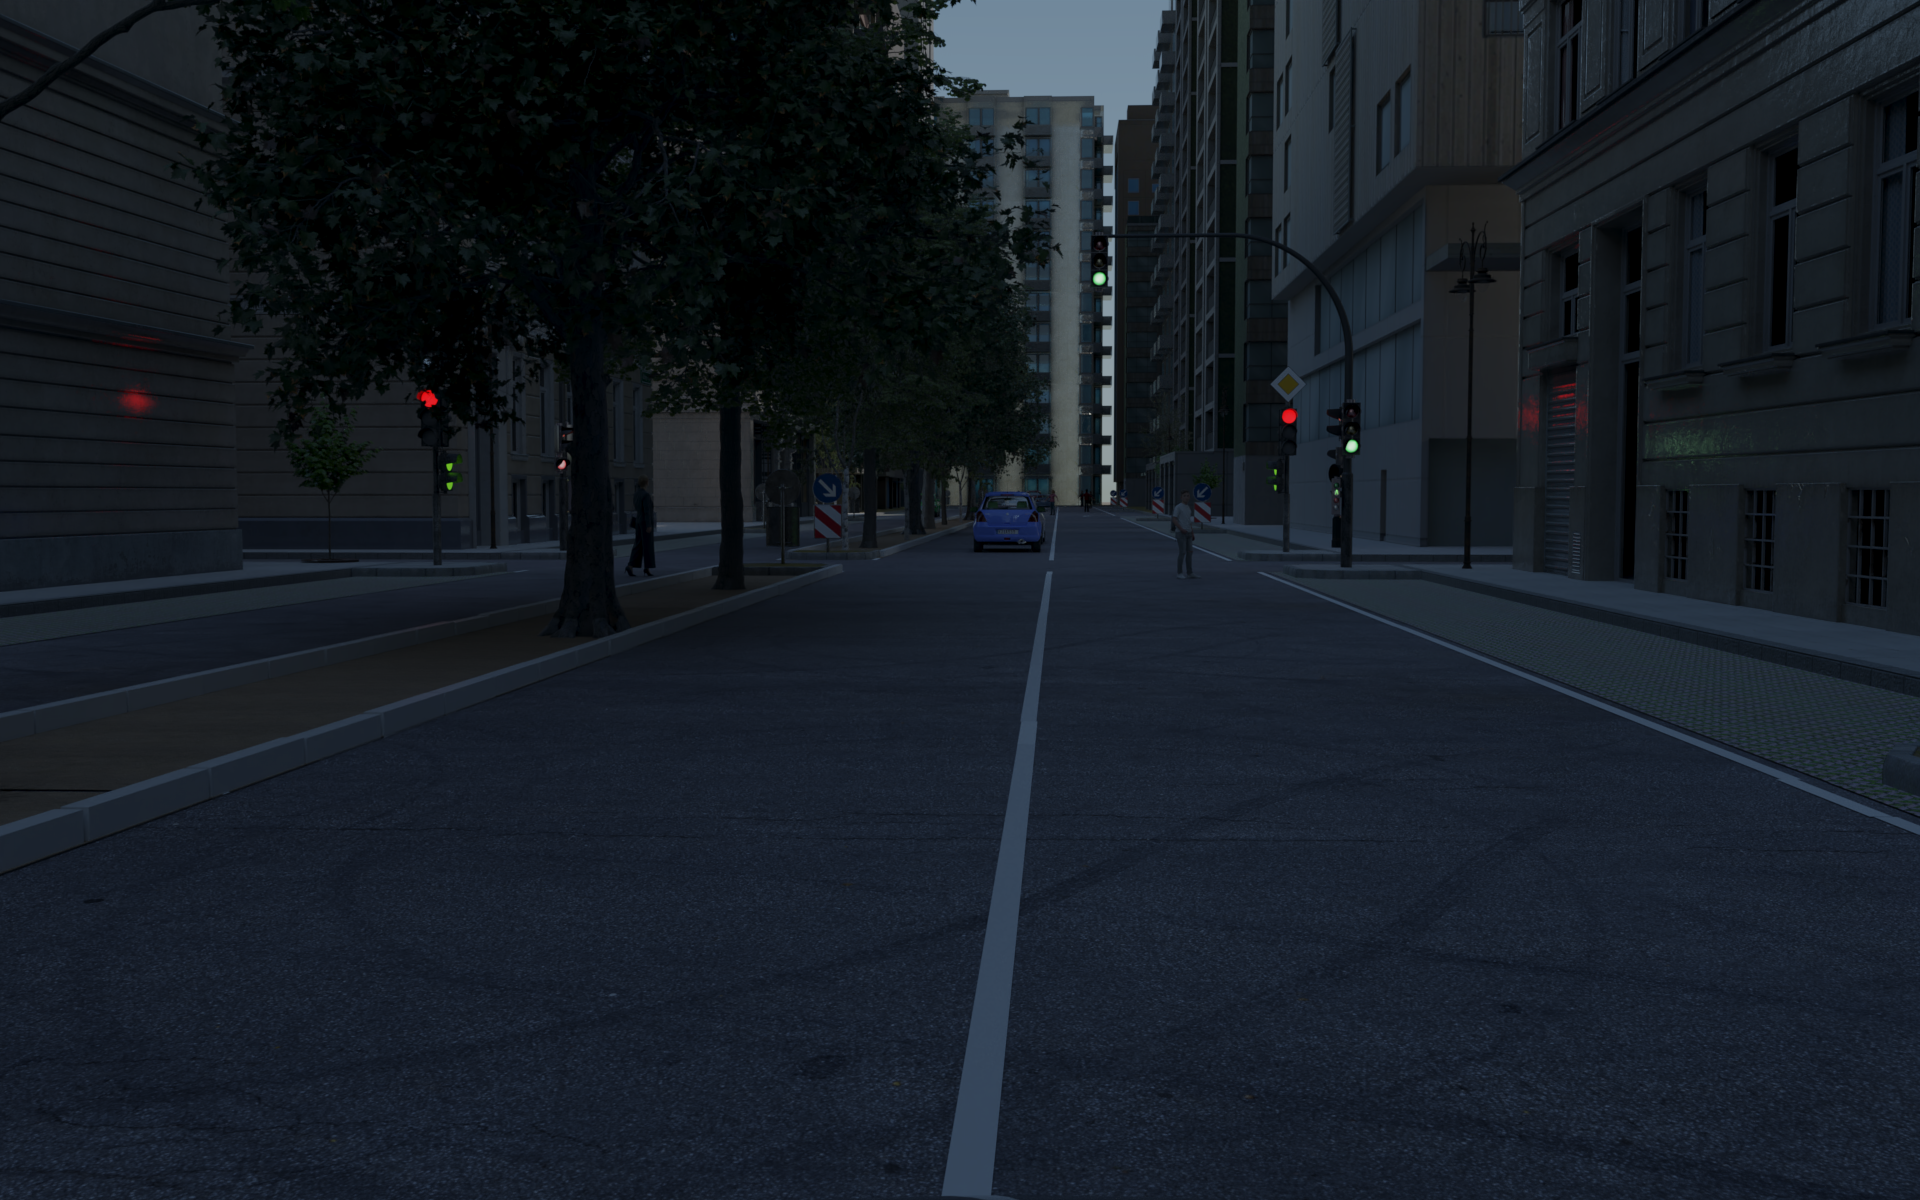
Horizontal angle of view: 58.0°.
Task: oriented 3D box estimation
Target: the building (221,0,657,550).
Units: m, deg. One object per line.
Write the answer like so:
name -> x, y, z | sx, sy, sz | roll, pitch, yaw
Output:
building -> -17.141, -16.095, 49.059 | 13.634, 28.700, 20.117 | 0, 4, 3

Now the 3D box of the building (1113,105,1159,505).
building -> 25.307, -33.782, 202.449 | 14.200, 45.320, 14.600 | 0, 4, 3

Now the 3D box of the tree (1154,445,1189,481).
tree -> 14.619, -8.079, 115.810 | 4.285, 4.588, 4.351 | 0, 3, 0

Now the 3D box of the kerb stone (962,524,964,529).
kerb stone -> -0.025, -2.896, 69.546 | 0.120, 0.150, 1.000 | 0, 4, 3

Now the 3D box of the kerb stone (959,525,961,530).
kerb stone -> -0.149, -2.771, 67.498 | 0.120, 0.150, 1.000 | 0, 4, 3

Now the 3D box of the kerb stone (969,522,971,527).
kerb stone -> 0.266, -3.209, 74.666 | 0.120, 0.150, 1.000 | 0, 4, 3

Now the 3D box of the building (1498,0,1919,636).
building -> 15.892, -11.075, 14.365 | 16.112, 22.955, 30.059 | 0, 4, 3

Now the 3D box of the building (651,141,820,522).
building -> -13.734, -13.975, 79.399 | 10.553, 20.767, 40.483 | 0, 4, 3

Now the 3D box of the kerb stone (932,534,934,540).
kerb stone -> -0.978, -1.893, 53.173 | 0.120, 0.150, 1.000 | 0, 4, 3

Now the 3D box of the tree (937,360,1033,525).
tree -> -0.676, -8.771, 80.279 | 8.767, 10.594, 7.601 | 0, 4, 3

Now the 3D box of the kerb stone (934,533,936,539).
kerb stone -> -0.920, -1.957, 54.199 | 0.120, 0.150, 1.000 | 0, 4, 3

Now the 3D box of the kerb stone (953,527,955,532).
kerb stone -> -0.382, -2.521, 63.413 | 0.120, 0.150, 1.000 | 0, 4, 3

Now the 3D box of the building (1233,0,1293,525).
building -> 19.154, -18.673, 76.999 | 14.160, 30.474, 14.107 | 0, 4, 3

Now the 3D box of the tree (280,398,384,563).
tree -> -12.001, -2.324, 32.595 | 1.663, 3.219, 1.824 | 0, 3, 0

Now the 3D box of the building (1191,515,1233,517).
building -> 22.716, -40.529, 100.906 | 20.563, 71.187, 20.611 | 0, 4, 3

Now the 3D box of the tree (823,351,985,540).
tree -> -1.610, -6.122, 52.918 | 4.737, 8.622, 4.395 | 0, 3, 0

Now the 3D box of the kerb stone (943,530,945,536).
kerb stone -> -0.682, -2.208, 58.292 | 0.120, 0.150, 1.000 | 0, 4, 3

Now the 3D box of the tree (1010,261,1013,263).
tree -> -2.481, -7.667, 45.947 | 7.486, 12.596, 7.792 | 0, 3, 0

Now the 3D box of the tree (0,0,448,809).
tree -> -4.812, -4.853, 7.557 | 9.928, 11.665, 9.643 | 0, 3, 0

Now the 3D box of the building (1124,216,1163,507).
building -> 24.186, -25.049, 181.247 | 14.160, 30.474, 14.107 | 0, 4, 3

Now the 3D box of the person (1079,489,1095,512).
person -> 10.109, -7.919, 137.935 | 1.348, 1.831, 0.705 | 2, 4, 26

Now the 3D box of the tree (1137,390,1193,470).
tree -> 14.532, -10.411, 120.588 | 4.360, 8.622, 3.978 | 0, 3, 0

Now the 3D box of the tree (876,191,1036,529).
tree -> -1.343, -9.882, 70.683 | 9.857, 13.997, 8.962 | 0, 3, 0

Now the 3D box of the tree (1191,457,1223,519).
tree -> 12.794, -5.868, 90.545 | 1.663, 3.219, 1.824 | 0, 3, 0

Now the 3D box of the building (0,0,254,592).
building -> -29.364, -12.562, 24.467 | 34.723, 24.649, 14.460 | 0, 4, 3

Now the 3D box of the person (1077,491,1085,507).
person -> 13.584, -11.296, 193.215 | 0.705, 1.821, 1.348 | -2, 4, -32

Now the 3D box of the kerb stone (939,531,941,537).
kerb stone -> -0.793, -2.081, 56.249 | 0.120, 0.150, 1.000 | 0, 4, 3

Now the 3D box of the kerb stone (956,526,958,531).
kerb stone -> -0.262, -2.646, 65.456 | 0.120, 0.150, 1.000 | 0, 4, 3

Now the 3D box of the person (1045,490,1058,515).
person -> 6.202, -6.588, 116.935 | 1.217, 1.743, 0.721 | 3, 5, 45

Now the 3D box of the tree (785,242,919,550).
tree -> -2.659, -5.336, 40.055 | 4.360, 8.622, 3.978 | 0, 3, 0

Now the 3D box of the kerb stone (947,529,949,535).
kerb stone -> -0.554, -2.327, 60.341 | 0.120, 0.150, 1.000 | 0, 4, 3

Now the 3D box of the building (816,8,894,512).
building -> -16.677, -28.996, 128.708 | 22.147, 44.769, 28.867 | 0, 4, 3

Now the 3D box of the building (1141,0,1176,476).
building -> 28.974, -32.927, 157.967 | 23.786, 49.044, 30.456 | 0, 4, 3

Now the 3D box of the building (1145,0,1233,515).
building -> 25.095, -42.410, 131.650 | 20.563, 71.187, 20.611 | 0, 4, 3

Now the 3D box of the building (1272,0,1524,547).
building -> 23.987, -28.218, 50.611 | 27.495, 52.752, 28.713 | 0, 4, 3

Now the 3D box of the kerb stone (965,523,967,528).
kerb stone -> 0.088, -3.021, 71.587 | 0.120, 0.150, 1.000 | 0, 4, 3

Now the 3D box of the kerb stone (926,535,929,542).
kerb stone -> -1.094, -1.769, 51.126 | 0.120, 0.150, 1.000 | 0, 4, 3

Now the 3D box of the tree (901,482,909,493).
tree -> -4.524, -10.261, 162.375 | 1.663, 3.219, 1.824 | 0, 3, 0

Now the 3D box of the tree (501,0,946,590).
tree -> -3.510, -6.445, 25.968 | 7.486, 12.596, 7.792 | 0, 3, 0

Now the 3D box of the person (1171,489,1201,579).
person -> 3.810, -1.112, 29.278 | 0.523, 1.515, 0.503 | 1, 4, 13

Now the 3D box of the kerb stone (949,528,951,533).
kerb stone -> -0.499, -2.396, 61.363 | 0.120, 0.150, 1.000 | 0, 4, 3

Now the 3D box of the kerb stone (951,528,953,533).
kerb stone -> -0.450, -2.457, 62.394 | 0.120, 0.150, 1.000 | 0, 4, 3

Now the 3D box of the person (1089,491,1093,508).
person -> 12.952, -10.016, 172.970 | 0.721, 1.735, 1.217 | 3, 5, 41

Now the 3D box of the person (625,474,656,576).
person -> -5.531, -1.299, 30.156 | 0.576, 1.772, 0.534 | 2, 4, 28

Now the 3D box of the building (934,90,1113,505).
building -> 2.915, -35.997, 208.157 | 30.456, 49.044, 23.786 | 0, 4, 3

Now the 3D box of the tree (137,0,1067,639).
tree -> -3.742, -5.986, 17.331 | 9.611, 12.733, 9.660 | 0, 3, 0

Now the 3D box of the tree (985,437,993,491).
tree -> 0.067, -8.180, 86.564 | 4.737, 8.622, 4.395 | 0, 3, 0

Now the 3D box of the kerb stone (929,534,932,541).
kerb stone -> -1.030, -1.832, 52.146 | 0.120, 0.150, 1.000 | 0, 4, 3

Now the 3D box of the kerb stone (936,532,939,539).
kerb stone -> -0.854, -2.020, 55.219 | 0.120, 0.150, 1.000 | 0, 4, 3

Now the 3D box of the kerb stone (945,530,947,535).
kerb stone -> -0.619, -2.270, 59.320 | 0.120, 0.150, 1.000 | 0, 4, 3

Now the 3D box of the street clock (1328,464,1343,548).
street clock -> 9.011, -2.249, 41.344 | 0.358, 2.002, 0.471 | -1, 4, -22

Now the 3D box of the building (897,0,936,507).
building -> -13.578, -45.357, 179.845 | 20.611, 71.187, 20.563 | 0, 4, 3

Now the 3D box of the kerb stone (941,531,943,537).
kerb stone -> -0.735, -2.145, 57.271 | 0.120, 0.150, 1.000 | 0, 4, 3

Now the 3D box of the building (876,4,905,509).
building -> -12.345, -30.584, 150.152 | 14.600, 45.320, 14.200 | 0, 4, 3

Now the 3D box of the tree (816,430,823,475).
tree -> -7.895, -9.833, 111.127 | 4.737, 8.622, 4.395 | 0, 3, 0
